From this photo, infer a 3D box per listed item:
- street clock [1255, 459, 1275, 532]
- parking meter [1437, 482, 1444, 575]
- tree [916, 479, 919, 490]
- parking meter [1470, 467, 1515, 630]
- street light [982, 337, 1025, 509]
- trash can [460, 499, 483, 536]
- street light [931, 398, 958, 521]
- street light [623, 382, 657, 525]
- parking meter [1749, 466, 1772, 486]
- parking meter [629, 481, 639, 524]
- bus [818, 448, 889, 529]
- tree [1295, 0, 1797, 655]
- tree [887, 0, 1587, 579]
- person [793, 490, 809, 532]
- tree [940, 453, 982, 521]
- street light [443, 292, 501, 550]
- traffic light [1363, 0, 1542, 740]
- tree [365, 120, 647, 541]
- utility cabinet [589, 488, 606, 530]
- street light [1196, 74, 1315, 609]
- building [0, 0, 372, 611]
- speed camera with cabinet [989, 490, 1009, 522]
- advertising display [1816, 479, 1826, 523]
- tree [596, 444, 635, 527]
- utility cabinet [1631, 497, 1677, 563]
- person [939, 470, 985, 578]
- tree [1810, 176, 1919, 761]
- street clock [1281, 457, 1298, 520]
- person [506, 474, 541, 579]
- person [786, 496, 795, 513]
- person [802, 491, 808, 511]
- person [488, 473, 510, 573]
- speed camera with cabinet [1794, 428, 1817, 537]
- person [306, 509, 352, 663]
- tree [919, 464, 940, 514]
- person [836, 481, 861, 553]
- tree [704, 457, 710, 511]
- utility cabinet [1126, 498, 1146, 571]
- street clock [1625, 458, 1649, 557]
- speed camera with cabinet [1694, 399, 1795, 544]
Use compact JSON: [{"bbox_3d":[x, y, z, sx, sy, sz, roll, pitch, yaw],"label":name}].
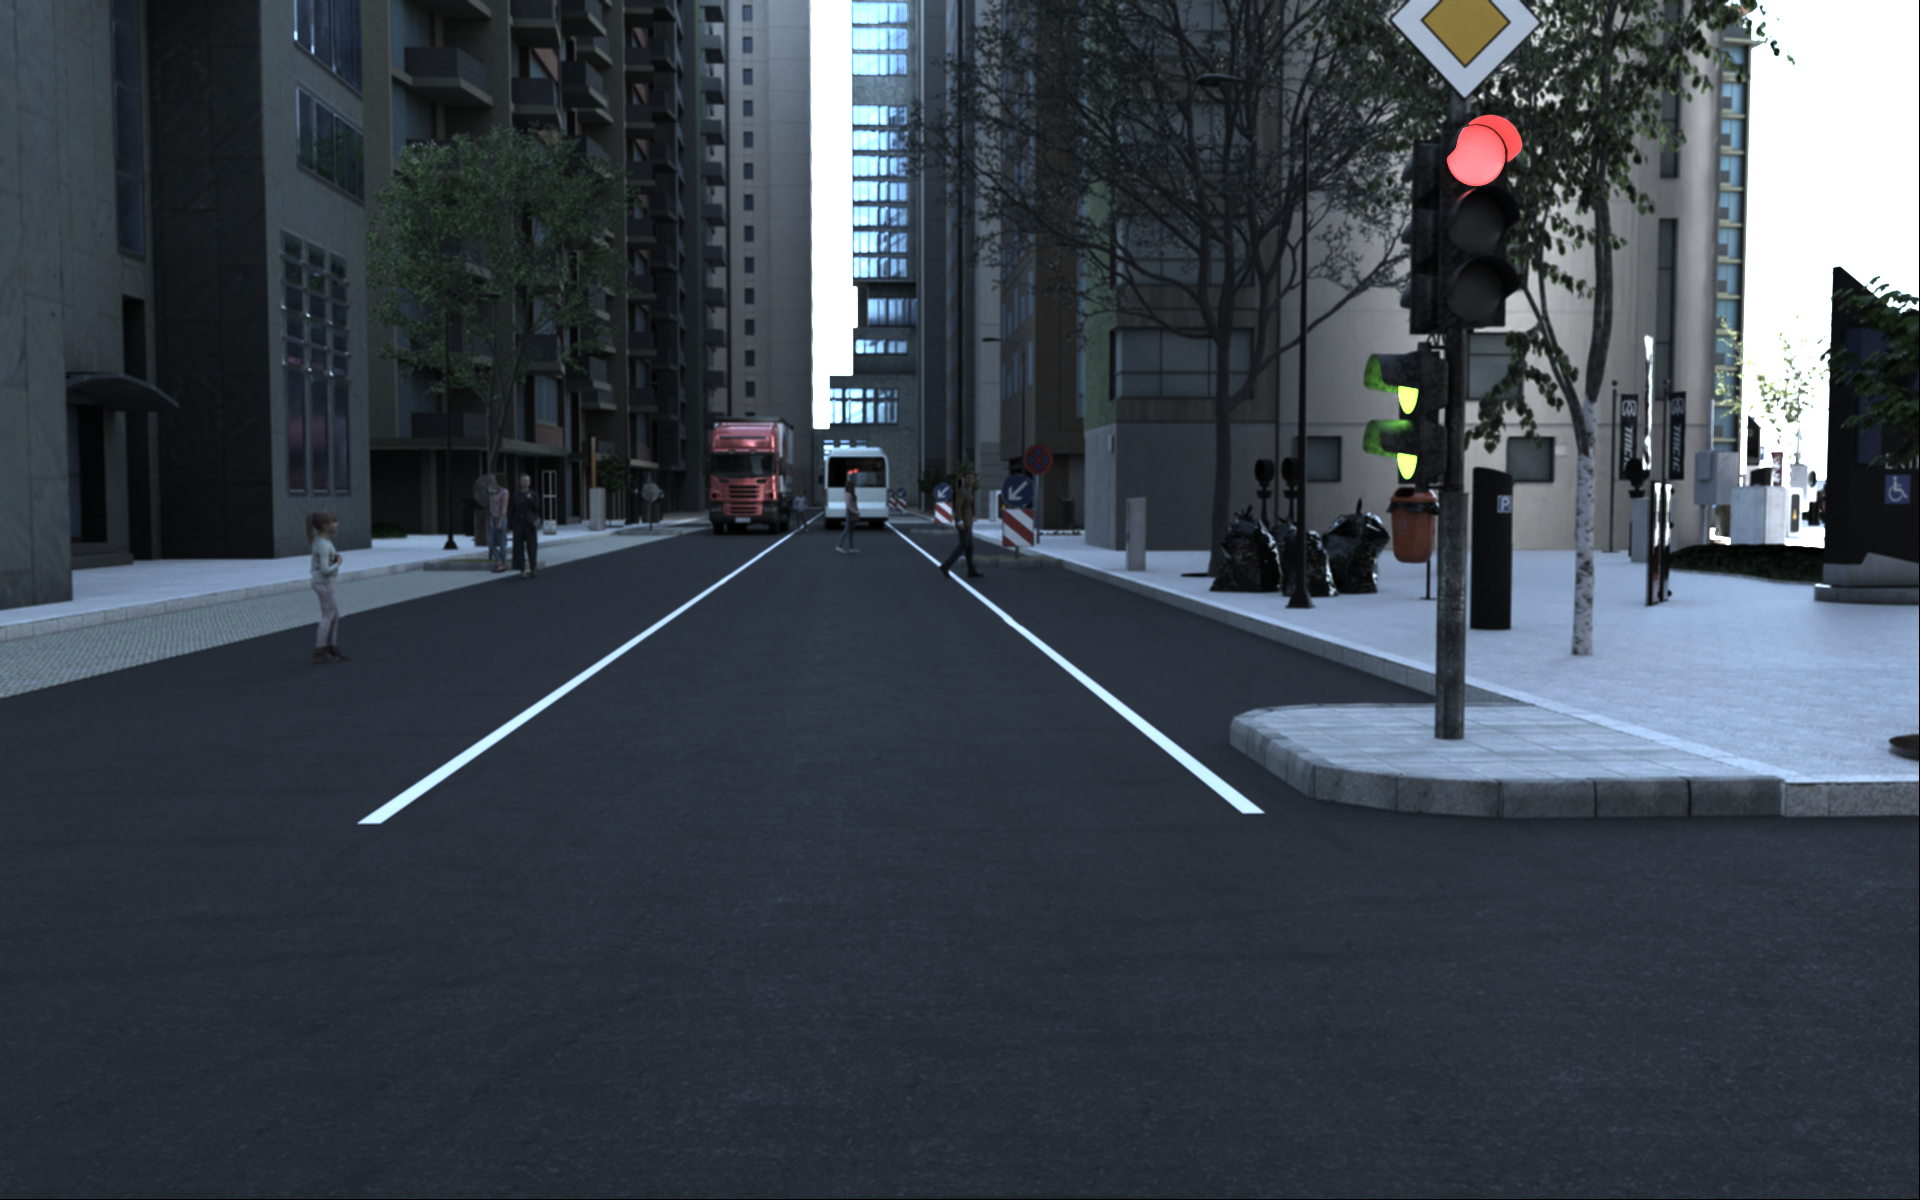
[{"bbox_3d":[6.309,-1.917,35.917,0.358,2.002,0.471,-1,4,-17],"label":"street clock"},{"bbox_3d":[7.756,-1.162,27.416,0.372,1.533,0.369,0,3,0],"label":"parking meter"},{"bbox_3d":[-2.350,-7.664,119.914,1.663,3.219,1.824,0,3,0],"label":"tree"},{"bbox_3d":[5.059,-0.493,16.476,0.372,1.533,0.369,0,3,0],"label":"parking meter"},{"bbox_3d":[1.345,-4.830,51.508,1.470,5.913,1.316,0,4,-4],"label":"street light"},{"bbox_3d":[-14.810,-2.506,52.634,0.748,1.137,0.748,0,3,0],"label":"trash can"},{"bbox_3d":[-0.705,-6.806,83.823,1.470,5.913,1.316,0,4,-4],"label":"street light"},{"bbox_3d":[-13.295,-6.085,72.027,1.470,5.913,1.316,0,4,-4],"label":"street light"},{"bbox_3d":[17.048,-1.909,36.917,0.255,1.863,0.399,-2,4,-27],"label":"parking meter"},{"bbox_3d":[-14.125,-4.242,75.061,0.255,1.863,0.399,2,4,32],"label":"parking meter"},{"bbox_3d":[-4.641,-4.903,75.031,2.948,3.499,13.247,0,4,-5],"label":"bus"},{"bbox_3d":[4.763,-3.874,13.698,4.360,8.622,3.978,0,3,0],"label":"tree"},{"bbox_3d":[4.158,-7.098,26.427,12.009,13.543,11.850,0,3,0],"label":"tree"},{"bbox_3d":[-6.060,-3.395,65.819,0.589,1.601,0.330,-1,4,-13],"label":"person"},{"bbox_3d":[0.181,-5.355,82.149,1.663,3.219,1.824,0,3,0],"label":"tree"},{"bbox_3d":[-11.265,-4.126,39.994,1.470,5.913,1.316,0,4,-4],"label":"street light"},{"bbox_3d":[2.556,-1.228,9.000,0.839,4.253,0.868,0,4,-4],"label":"traffic light"},{"bbox_3d":[-12.741,-7.449,47.544,9.928,11.665,9.643,0,3,0],"label":"tree"},{"bbox_3d":[-12.690,-3.176,60.602,0.318,1.500,1.173,0,4,2],"label":"utility cabinet"},{"bbox_3d":[3.305,-2.864,19.365,1.470,5.913,1.316,0,4,-4],"label":"street light"},{"bbox_3d":[-22.132,-43.413,22.478,22.319,86.520,31.000,0,4,-4],"label":"building"},{"bbox_3d":[2.350,-5.247,80.124,2.038,3.252,0.660,-2,4,-32],"label":"speed camera with cabinet"},{"bbox_3d":[38.120,-4.341,76.186,0.974,1.923,0.123,1,4,23],"label":"advertising display"},{"bbox_3d":[-13.404,-4.423,66.918,1.663,3.219,1.824,0,3,0],"label":"tree"},{"bbox_3d":[12.900,-1.289,32.237,0.306,1.237,1.020,-1,4,-11],"label":"utility cabinet"},{"bbox_3d":[0.054,-1.306,29.771,0.836,1.842,0.656,-1,4,-17],"label":"person"},{"bbox_3d":[4.998,-0.845,8.412,1.663,3.219,1.824,0,3,0],"label":"tree"},{"bbox_3d":[6.562,-1.818,34.289,0.358,2.002,0.471,-1,4,-18],"label":"street clock"},{"bbox_3d":[-7.423,-1.258,29.494,0.576,1.772,0.534,-1,4,-18],"label":"person"},{"bbox_3d":[-12.870,-7.535,132.405,0.721,1.736,1.217,3,5,39],"label":"person"},{"bbox_3d":[-13.554,-8.603,149.952,1.217,1.735,0.721,3,4,39],"label":"person"},{"bbox_3d":[-8.389,-1.405,31.488,0.388,1.821,0.555,-3,4,-39],"label":"person"},{"bbox_3d":[24.899,-3.509,51.701,2.038,3.252,0.660,-3,5,-43],"label":"speed camera with cabinet"},{"bbox_3d":[-5.389,-0.123,14.792,0.394,1.301,0.425,-3,5,-39],"label":"person"},{"bbox_3d":[-1.525,-7.188,112.125,1.663,3.219,1.824,0,3,0],"label":"tree"},{"bbox_3d":[-2.743,-2.031,42.303,0.643,1.750,0.593,-1,4,-12],"label":"person"},{"bbox_3d":[-18.778,-9.085,132.248,4.285,4.588,4.351,0,3,0],"label":"tree"},{"bbox_3d":[2.962,-1.108,29.275,0.306,1.237,1.020,0,4,3],"label":"utility cabinet"},{"bbox_3d":[13.773,-1.877,35.254,0.358,2.002,0.471,-1,4,-22],"label":"street clock"},{"bbox_3d":[16.026,-2.522,35.569,0.660,3.252,2.038,-1,4,-18],"label":"speed camera with cabinet"}]
